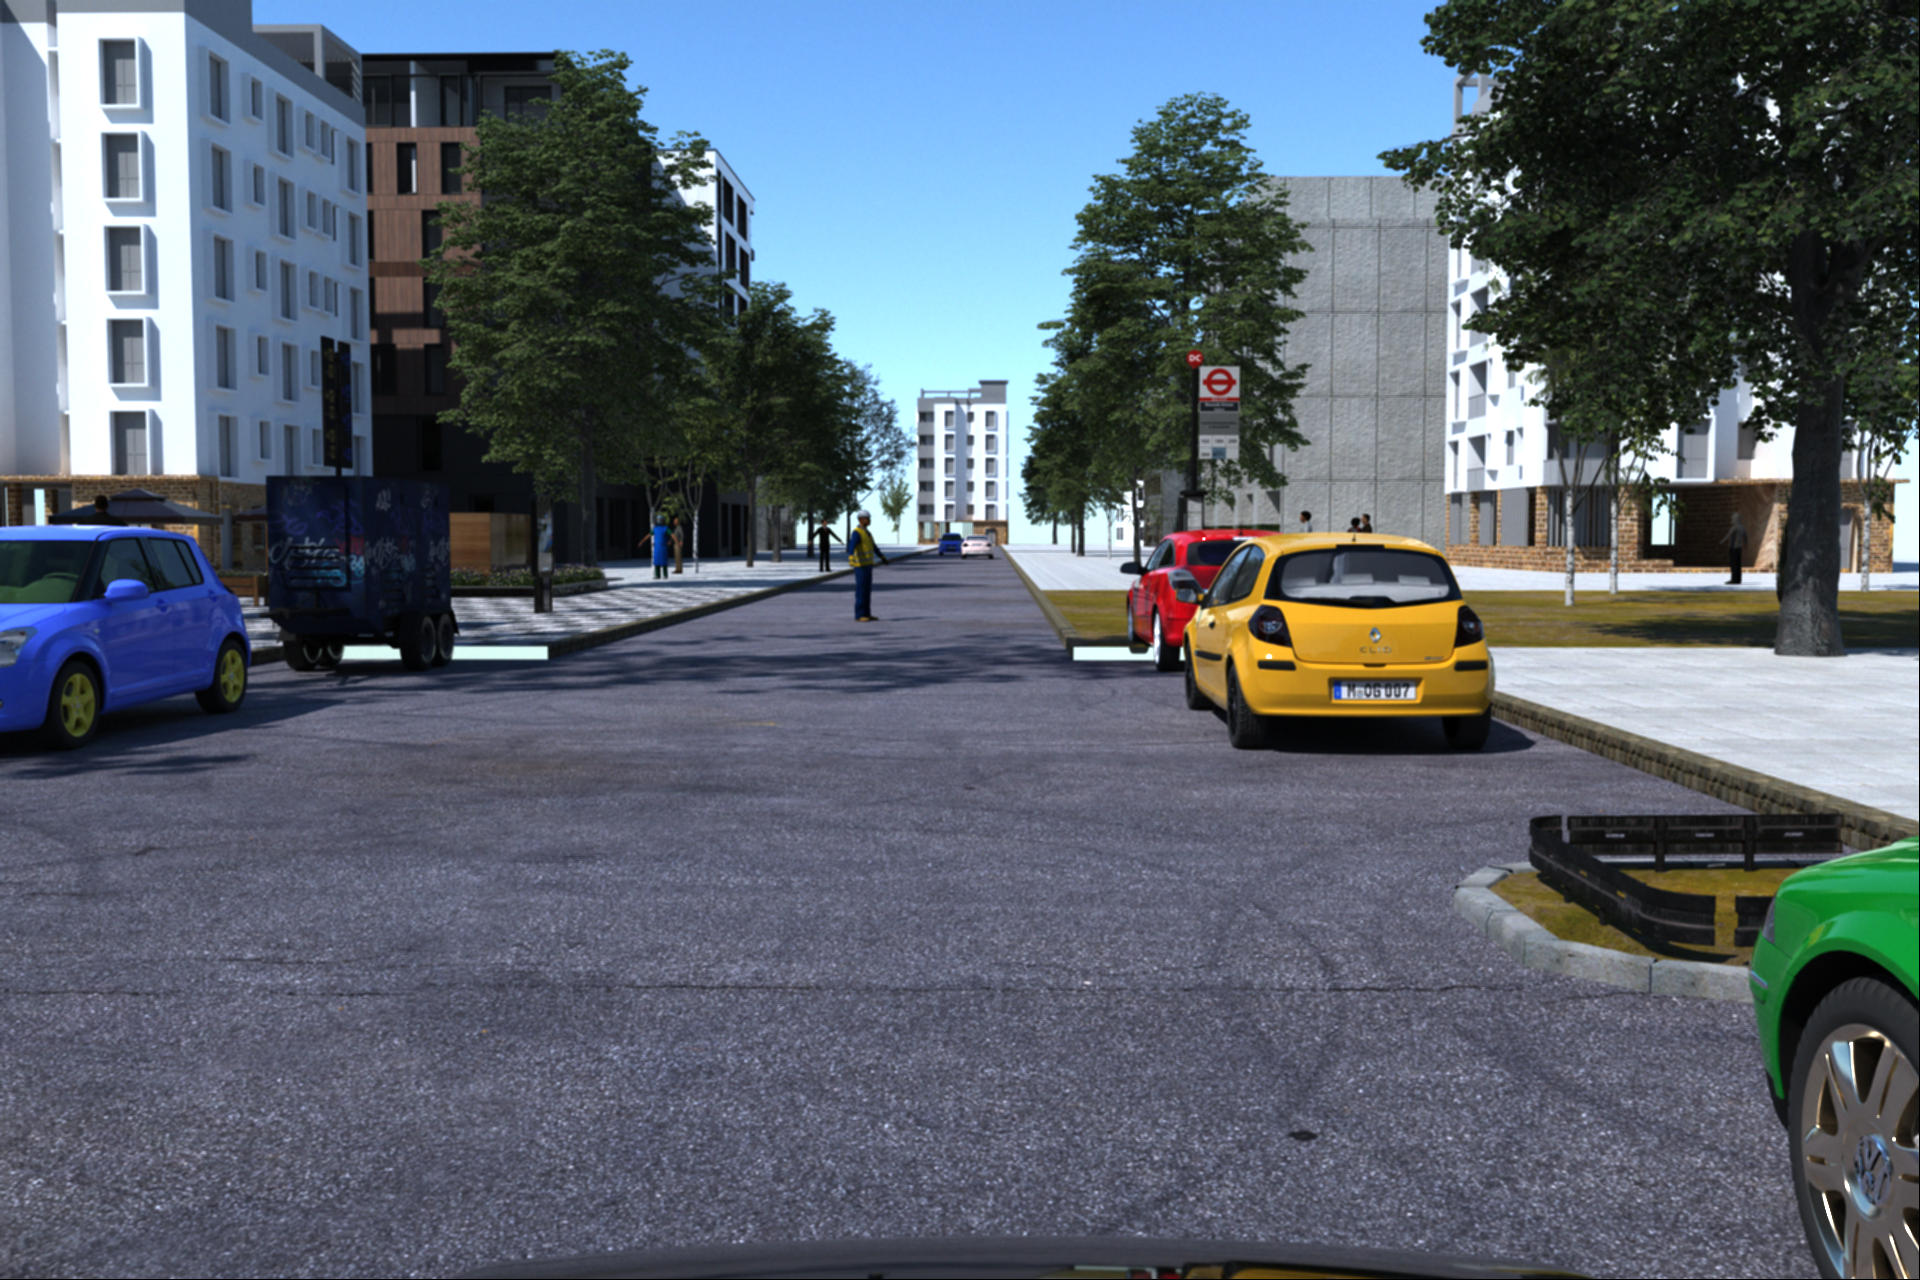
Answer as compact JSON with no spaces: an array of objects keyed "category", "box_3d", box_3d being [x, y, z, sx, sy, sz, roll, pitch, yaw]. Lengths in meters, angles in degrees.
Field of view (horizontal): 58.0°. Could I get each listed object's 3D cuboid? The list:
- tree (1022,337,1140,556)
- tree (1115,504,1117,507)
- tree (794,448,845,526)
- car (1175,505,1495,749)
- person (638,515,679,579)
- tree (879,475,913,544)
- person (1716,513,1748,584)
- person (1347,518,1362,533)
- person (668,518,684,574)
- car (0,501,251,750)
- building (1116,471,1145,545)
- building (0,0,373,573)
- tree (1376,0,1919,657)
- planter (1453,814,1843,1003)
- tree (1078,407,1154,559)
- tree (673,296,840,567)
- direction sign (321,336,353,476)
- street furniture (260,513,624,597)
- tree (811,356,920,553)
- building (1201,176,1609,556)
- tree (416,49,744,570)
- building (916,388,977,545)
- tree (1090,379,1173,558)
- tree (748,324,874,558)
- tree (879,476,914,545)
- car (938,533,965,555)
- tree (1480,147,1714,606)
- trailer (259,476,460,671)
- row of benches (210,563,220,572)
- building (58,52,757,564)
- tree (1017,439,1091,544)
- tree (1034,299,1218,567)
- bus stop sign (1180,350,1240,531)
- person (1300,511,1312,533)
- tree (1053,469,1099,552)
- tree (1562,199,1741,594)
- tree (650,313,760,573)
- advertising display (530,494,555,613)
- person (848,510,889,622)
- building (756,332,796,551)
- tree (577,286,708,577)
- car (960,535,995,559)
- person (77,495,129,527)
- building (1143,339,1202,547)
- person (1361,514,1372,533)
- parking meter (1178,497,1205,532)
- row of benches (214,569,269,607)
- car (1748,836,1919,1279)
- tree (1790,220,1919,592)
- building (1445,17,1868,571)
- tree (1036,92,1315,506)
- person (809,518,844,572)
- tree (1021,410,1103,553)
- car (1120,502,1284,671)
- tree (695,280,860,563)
[{"category":"tree","box_3d":[7.189,-11.105,99.689,7.486,12.596,7.792,0,3,0]},{"category":"tree","box_3d":[22.620,-17.085,213.750,7.601,10.594,8.767,0,4,-1]},{"category":"tree","box_3d":[-18.136,-18.646,211.514,9.857,13.997,8.962,0,3,0]},{"category":"car","box_3d":[2.681,-0.168,12.970,2.015,1.641,3.980,0,4,1]},{"category":"person","box_3d":[-8.494,-2.627,49.081,1.347,1.817,0.704,1,4,23]},{"category":"tree","box_3d":[-7.980,-16.253,216.095,4.737,8.622,4.395,0,3,0]},{"category":"person","box_3d":[19.799,-2.333,44.272,1.348,1.813,0.705,-3,4,-36]},{"category":"person","box_3d":[13.196,-3.152,57.675,1.345,1.843,0.704,3,5,42]},{"category":"person","box_3d":[-9.165,-3.051,56.148,0.705,1.796,1.348,-2,4,-27]},{"category":"car","box_3d":[-6.677,-0.185,12.614,1.945,1.707,3.694,0,4,1]},{"category":"building","box_3d":[22.875,-15.416,194.190,9.099,9.664,28.070,0,4,1]},{"category":"building","box_3d":[-28.403,-12.154,55.144,16.016,20.090,11.380,0,4,1]},{"category":"tree","box_3d":[8.971,-6.816,18.091,9.857,13.997,8.962,0,3,0]},{"category":"planter","box_3d":[2.872,0.913,6.211,1.991,0.319,1.994,0,4,1]},{"category":"tree","box_3d":[7.470,-8.402,87.731,4.360,8.622,3.978,0,3,0]},{"category":"tree","box_3d":[-7.877,-8.113,67.054,7.601,10.594,8.767,-3,5,-43]},{"category":"direction sign","box_3d":[-7.280,-1.732,20.308,0.379,3.537,0.876,0,3,0]},{"category":"street furniture","box_3d":[-11.094,-1.856,37.205,11.010,1.723,9.812,0,4,0]},{"category":"tree","box_3d":[-7.591,-12.757,118.939,12.009,13.543,11.850,0,3,0]},{"category":"building","box_3d":[23.401,-13.930,94.215,16.747,18.905,31.486,0,4,1]},{"category":"tree","box_3d":[-8.835,-7.499,40.740,7.486,12.596,7.792,0,3,0]},{"category":"building","box_3d":[-4.968,-21.843,216.006,11.380,20.090,16.016,0,4,-8]},{"category":"tree","box_3d":[7.538,-7.405,71.442,4.360,8.622,3.978,0,3,0]},{"category":"tree","box_3d":[-8.554,-10.759,94.043,7.486,12.596,7.792,0,3,0]},{"category":"tree","box_3d":[-7.796,-15.975,211.555,4.737,8.622,4.395,0,3,0]},{"category":"car","box_3d":[-0.560,-6.661,118.495,1.945,1.707,3.694,0,4,1]},{"category":"tree","box_3d":[10.947,-4.937,31.088,4.360,8.622,3.978,0,3,0]},{"category":"trailer","box_3d":[-6.291,-0.652,17.708,1.471,1.999,3.904,0,4,1]},{"category":"row of benches","box_3d":[-18.936,-1.483,39.710,4.104,0.672,1.422,1,4,15]},{"category":"building","box_3d":[-26.911,-15.073,90.417,27.936,21.610,32.646,0,4,2]},{"category":"tree","box_3d":[11.956,-18.913,215.876,9.857,13.997,8.962,0,3,0]},{"category":"tree","box_3d":[6.178,-7.871,63.096,7.601,10.594,8.767,0,4,0]},{"category":"bus stop sign","box_3d":[3.622,-2.231,25.184,0.855,3.939,0.416,0,4,2]},{"category":"person","box_3d":[7.905,-2.056,39.802,0.705,1.806,1.347,1,4,14]},{"category":"tree","box_3d":[8.492,-10.630,124.169,4.737,8.622,4.395,0,3,0]},{"category":"tree","box_3d":[14.159,-5.286,36.781,4.737,8.622,4.395,0,3,0]},{"category":"tree","box_3d":[-8.708,-6.529,57.116,4.737,8.622,4.395,0,3,0]},{"category":"advertising display","box_3d":[-6.841,-1.417,28.390,0.123,1.923,0.974,0,4,2]},{"category":"person","box_3d":[-1.556,-1.227,28.493,0.705,1.833,1.349,1,4,23]},{"category":"building","box_3d":[-23.872,-19.046,142.334,19.493,23.208,18.063,0,4,1]},{"category":"tree","box_3d":[-8.958,-6.167,51.196,4.360,8.622,3.978,0,3,0]},{"category":"car","box_3d":[1.009,-5.383,100.369,2.083,1.381,4.827,0,4,1]},{"category":"person","box_3d":[-11.437,-1.033,23.117,1.346,1.802,0.704,-2,4,-25]},{"category":"building","box_3d":[28.088,-20.671,168.906,19.493,23.208,18.063,0,4,1]},{"category":"person","box_3d":[10.657,-2.415,45.629,0.704,1.812,1.346,1,4,10]},{"category":"parking meter","box_3d":[3.667,-1.332,27.493,0.399,1.863,0.255,0,4,0]},{"category":"row of benches","box_3d":[-12.782,-0.929,30.657,4.104,0.672,1.422,0,4,-4]},{"category":"car","box_3d":[2.439,0.441,1.588,1.959,1.807,4.718,0,3,0]},{"category":"tree","box_3d":[20.355,-5.372,38.194,4.737,8.622,4.395,0,3,0]},{"category":"building","box_3d":[25.117,-13.036,69.559,16.016,20.090,11.380,0,4,1]},{"category":"tree","box_3d":[5.742,-7.784,45.399,7.486,12.596,7.792,0,3,0]},{"category":"person","box_3d":[-4.551,-3.196,58.440,1.347,1.806,0.705,-2,4,-34]},{"category":"tree","box_3d":[7.319,-11.090,115.729,7.601,10.594,8.767,-3,4,-36]},{"category":"car","box_3d":[2.934,-0.645,19.580,2.155,1.783,4.494,0,4,0]},{"category":"tree","box_3d":[-8.407,-9.796,78.299,7.486,12.596,7.792,0,3,0]}]
